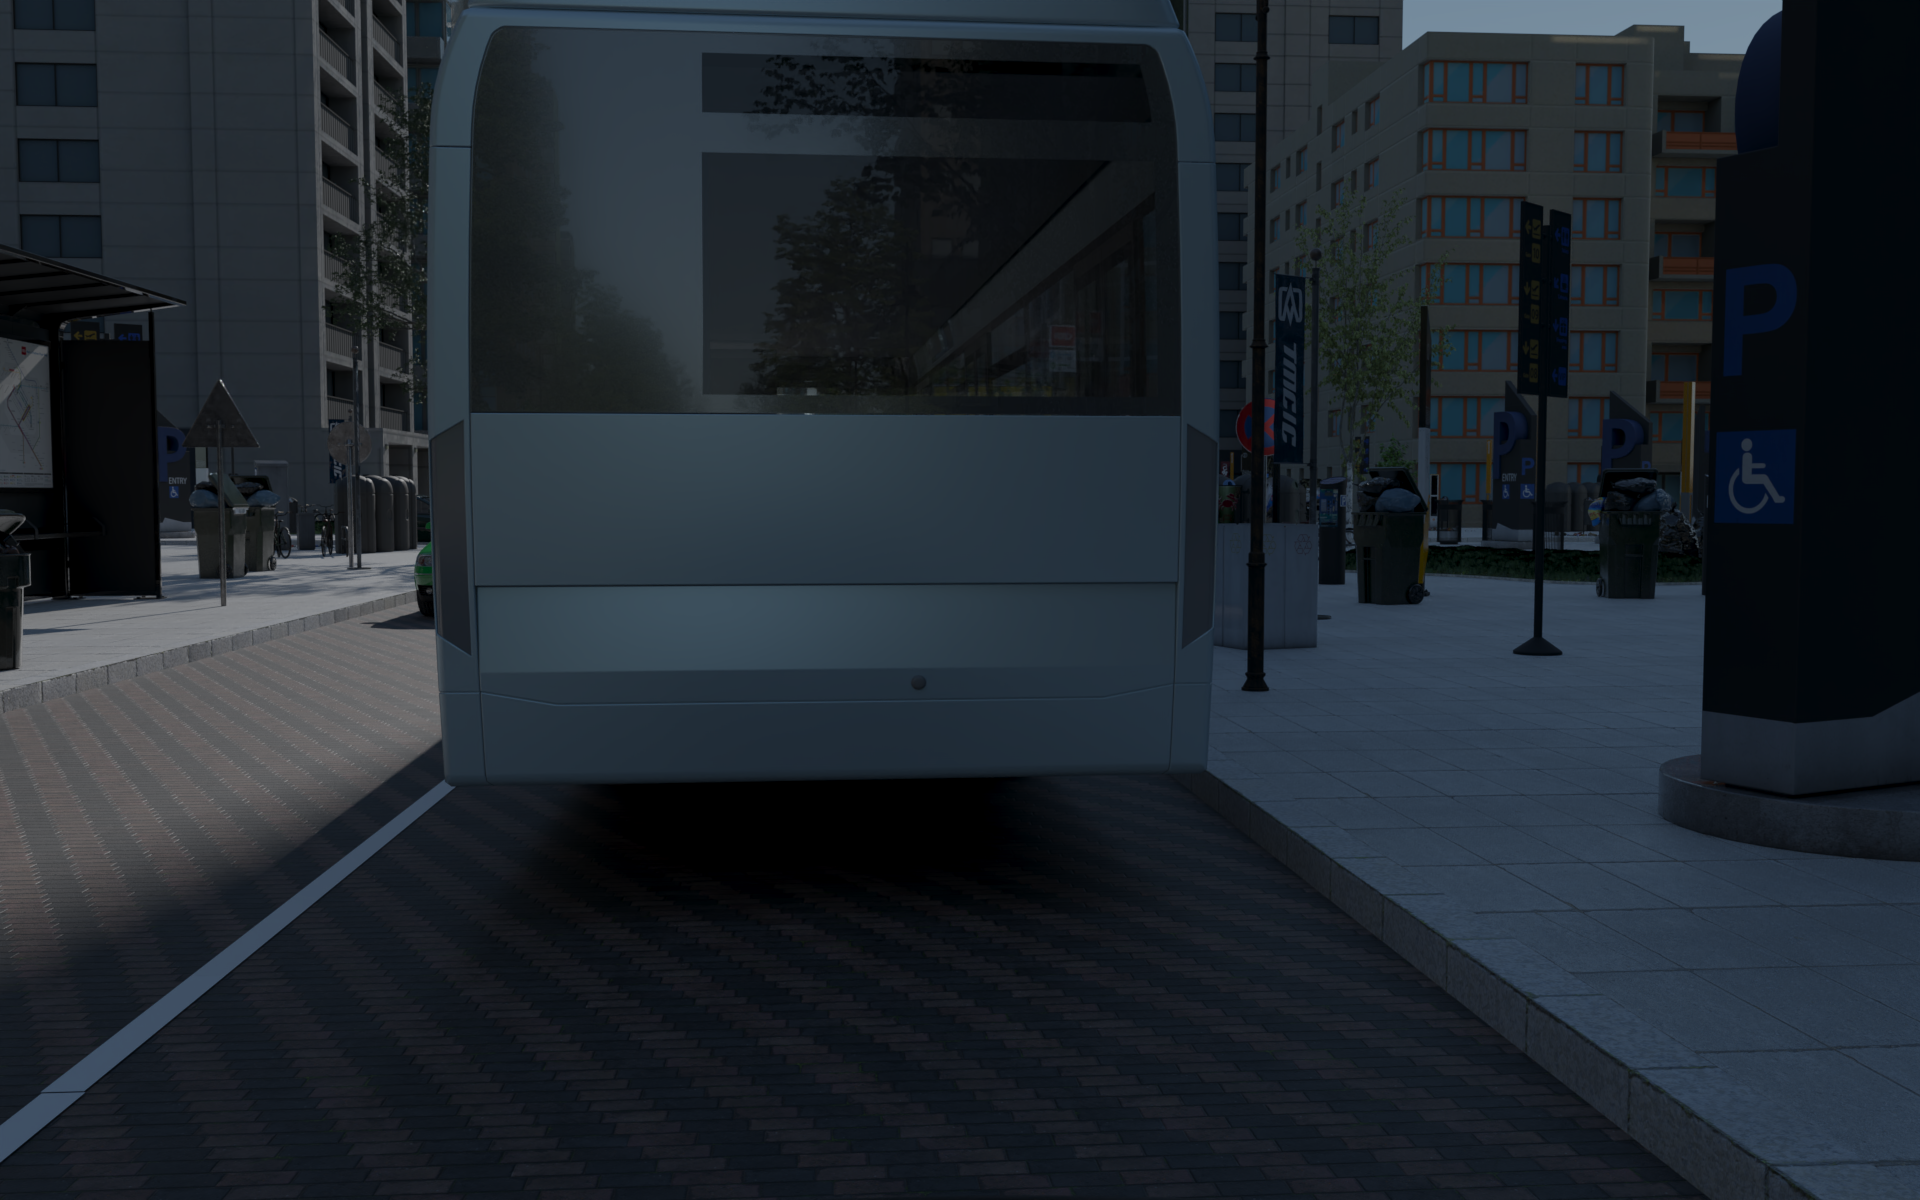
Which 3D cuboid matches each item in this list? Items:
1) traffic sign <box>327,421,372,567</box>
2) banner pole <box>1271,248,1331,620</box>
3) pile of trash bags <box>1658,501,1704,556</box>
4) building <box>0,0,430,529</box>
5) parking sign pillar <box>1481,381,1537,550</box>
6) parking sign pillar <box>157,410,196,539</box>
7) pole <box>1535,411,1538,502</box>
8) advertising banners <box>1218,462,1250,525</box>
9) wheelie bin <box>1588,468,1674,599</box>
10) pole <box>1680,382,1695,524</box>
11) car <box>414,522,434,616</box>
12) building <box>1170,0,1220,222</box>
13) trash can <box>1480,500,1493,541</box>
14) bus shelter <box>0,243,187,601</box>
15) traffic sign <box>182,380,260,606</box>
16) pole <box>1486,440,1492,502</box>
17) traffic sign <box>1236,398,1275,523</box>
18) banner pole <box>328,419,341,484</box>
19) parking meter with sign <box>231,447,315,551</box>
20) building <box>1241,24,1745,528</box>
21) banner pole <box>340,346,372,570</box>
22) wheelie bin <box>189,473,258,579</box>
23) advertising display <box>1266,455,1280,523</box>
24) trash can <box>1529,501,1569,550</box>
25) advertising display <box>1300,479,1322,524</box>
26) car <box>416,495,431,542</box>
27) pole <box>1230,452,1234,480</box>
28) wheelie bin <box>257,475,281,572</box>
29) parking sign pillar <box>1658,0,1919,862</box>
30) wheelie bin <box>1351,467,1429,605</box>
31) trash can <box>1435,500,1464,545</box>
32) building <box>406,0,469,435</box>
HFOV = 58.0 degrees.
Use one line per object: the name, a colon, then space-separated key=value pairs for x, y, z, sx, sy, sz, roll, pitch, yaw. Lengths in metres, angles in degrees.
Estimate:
traffic sign: x=-10.706 y=-1.852 z=30.392 sx=0.768 sy=2.556 sz=0.104 roll=0 pitch=4 yaw=-4
banner pole: x=3.445 y=-1.686 z=17.586 sx=0.863 sy=3.779 sz=0.401 roll=-3 pitch=5 yaw=-39
pile of trash bags: x=12.970 y=-1.159 z=28.698 sx=1.912 sy=1.369 sz=3.447 roll=-1 pitch=4 yaw=-16
building: x=-32.366 y=-38.729 z=71.472 sx=20.563 sy=71.187 sz=20.611 roll=0 pitch=4 yaw=-5
parking sign pillar: x=12.982 y=-3.186 z=40.558 sx=1.447 sy=3.967 sz=1.447 roll=-1 pitch=4 yaw=-10
parking sign pillar: x=-23.053 y=-3.787 z=50.396 sx=1.447 sy=3.967 sz=1.447 roll=1 pitch=4 yaw=20
pole: x=14.157 y=-2.964 z=42.309 sx=0.158 sy=3.312 sz=0.155 roll=0 pitch=3 yaw=0
advertising banners: x=3.191 y=-1.760 z=24.964 sx=2.074 sy=3.025 sz=0.090 roll=2 pitch=4 yaw=33
wheelie bin: x=8.283 y=-0.823 z=21.360 sx=0.980 sy=1.594 sz=0.693 roll=0 pitch=4 yaw=8
pole: x=13.272 y=-2.309 z=31.603 sx=0.158 sy=3.312 sz=0.155 roll=0 pitch=3 yaw=0
car: x=-5.587 y=-0.798 z=21.837 sx=1.959 sy=1.807 sz=4.718 roll=0 pitch=4 yaw=-4
building: x=13.450 y=-40.754 z=104.579 sx=20.563 sy=71.187 sz=20.611 roll=0 pitch=4 yaw=-5
trash can: x=13.300 y=-1.921 z=43.062 sx=0.748 sy=1.137 sz=0.748 roll=0 pitch=3 yaw=0
bus shelter: x=-10.004 y=-1.637 z=18.051 sx=1.731 sy=3.624 sz=6.357 roll=0 pitch=4 yaw=-5
traffic sign: x=-8.431 y=-1.208 z=19.758 sx=0.884 sy=2.594 sz=0.081 roll=0 pitch=4 yaw=0
pole: x=19.961 y=-4.377 z=65.399 sx=0.158 sy=3.312 sz=0.155 roll=0 pitch=3 yaw=0
traffic sign: x=4.045 y=-1.405 z=23.074 sx=0.768 sy=2.556 sz=0.104 roll=0 pitch=4 yaw=2
banner pole: x=-18.124 y=-3.724 z=50.912 sx=0.863 sy=3.779 sz=0.401 roll=-2 pitch=4 yaw=-30
parking meter with sign: x=-15.600 y=-2.632 z=39.299 sx=1.738 sy=3.016 sz=0.543 roll=-2 pitch=4 yaw=-30
building: x=30.658 y=-14.370 z=79.994 sx=28.899 sy=21.520 sz=27.650 roll=0 pitch=4 yaw=-5
banner pole: x=-10.144 y=-2.396 z=29.185 sx=0.401 sy=3.779 sz=0.863 roll=-1 pitch=4 yaw=-23
wheelie bin: x=-11.304 y=-1.132 z=26.410 sx=0.693 sy=1.594 sz=0.980 roll=0 pitch=4 yaw=0
advertising display: x=5.029 y=-1.410 z=28.260 sx=0.123 sy=1.923 sz=0.974 roll=0 pitch=4 yaw=-5
trash can: x=11.798 y=-1.411 z=34.725 sx=0.748 sy=1.137 sz=0.748 roll=0 pitch=3 yaw=0
advertising display: x=14.616 y=-4.097 z=72.199 sx=0.974 sy=1.923 sz=0.123 roll=-1 pitch=4 yaw=-16
car: x=-14.572 y=-2.251 z=46.597 sx=4.222 sy=1.686 sz=2.009 roll=0 pitch=4 yaw=-3
pole: x=13.295 y=-5.558 z=84.709 sx=0.158 sy=3.312 sz=0.155 roll=0 pitch=3 yaw=0
wheelie bin: x=-11.770 y=-1.276 z=28.776 sx=0.980 sy=1.594 sz=0.693 roll=0 pitch=4 yaw=0
parking sign pillar: x=3.493 y=-1.110 z=6.616 sx=1.447 sy=3.967 sz=1.447 roll=-2 pitch=4 yaw=-27
wheelie bin: x=5.011 y=-0.754 z=20.230 sx=0.693 sy=1.594 sz=0.980 roll=-2 pitch=4 yaw=-28
trash can: x=12.442 y=-1.981 z=44.039 sx=0.748 sy=1.137 sz=0.748 roll=0 pitch=3 yaw=0
building: x=-48.389 y=-33.978 z=175.155 sx=30.456 sy=49.044 sz=23.786 roll=0 pitch=4 yaw=-5
